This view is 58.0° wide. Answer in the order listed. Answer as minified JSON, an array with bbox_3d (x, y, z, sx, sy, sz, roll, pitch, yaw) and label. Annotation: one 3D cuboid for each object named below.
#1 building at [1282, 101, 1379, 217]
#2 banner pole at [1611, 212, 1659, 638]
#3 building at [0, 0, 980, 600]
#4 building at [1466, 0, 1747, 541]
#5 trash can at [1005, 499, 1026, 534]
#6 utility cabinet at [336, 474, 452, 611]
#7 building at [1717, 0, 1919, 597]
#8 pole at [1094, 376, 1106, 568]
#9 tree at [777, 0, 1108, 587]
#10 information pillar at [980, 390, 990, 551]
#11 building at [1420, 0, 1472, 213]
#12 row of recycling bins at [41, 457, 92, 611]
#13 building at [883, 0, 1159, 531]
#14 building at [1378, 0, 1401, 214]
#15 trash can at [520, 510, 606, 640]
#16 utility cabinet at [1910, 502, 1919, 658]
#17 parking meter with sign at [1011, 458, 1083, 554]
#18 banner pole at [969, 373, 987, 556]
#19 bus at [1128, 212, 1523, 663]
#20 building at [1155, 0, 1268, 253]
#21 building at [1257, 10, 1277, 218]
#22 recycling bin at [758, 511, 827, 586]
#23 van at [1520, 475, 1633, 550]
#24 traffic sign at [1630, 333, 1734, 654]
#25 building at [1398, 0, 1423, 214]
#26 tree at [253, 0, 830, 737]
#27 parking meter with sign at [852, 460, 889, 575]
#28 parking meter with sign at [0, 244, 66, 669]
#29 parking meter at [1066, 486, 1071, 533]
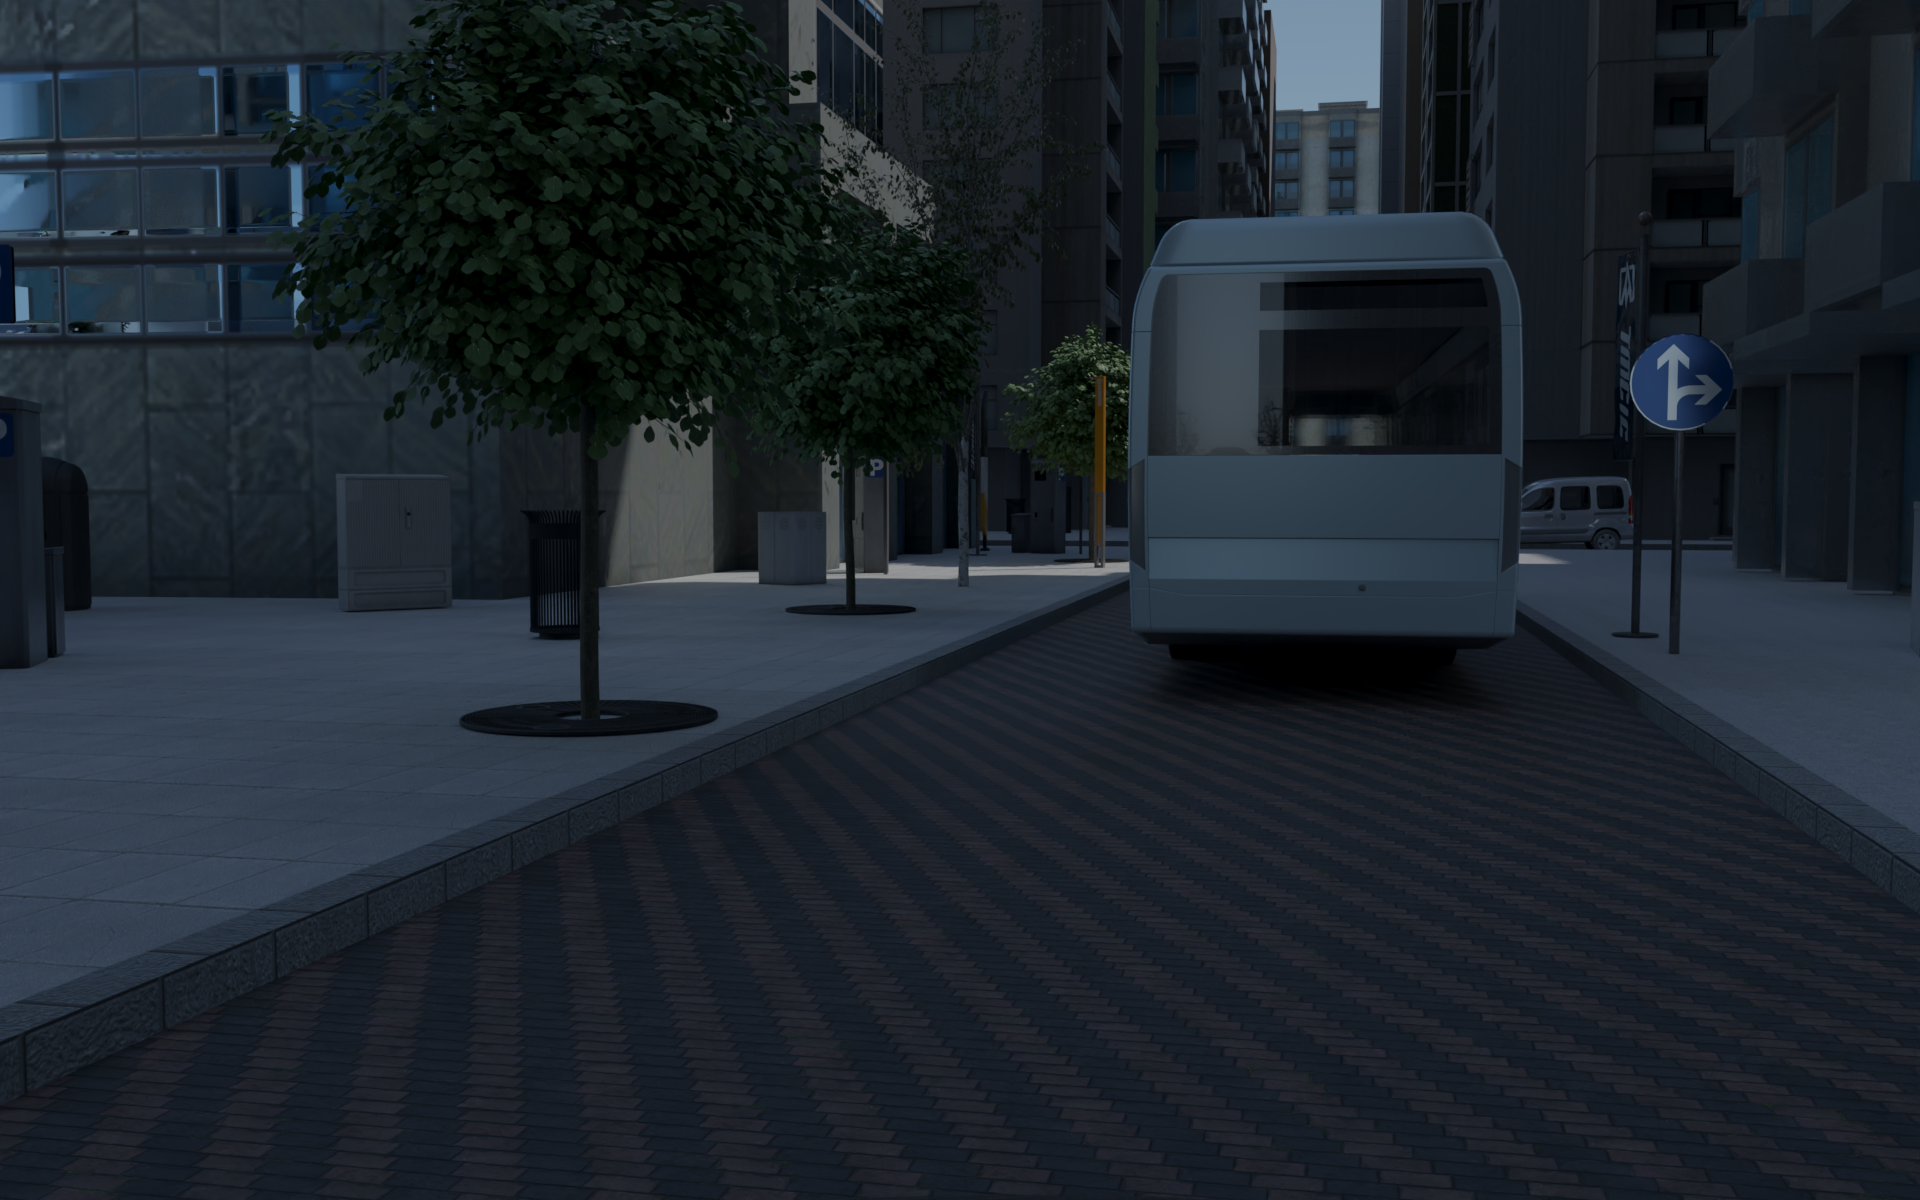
[{"bbox_3d":[46.927,-36.366,214.198,30.456,49.044,23.786,1,4,12],"label":"building"},{"bbox_3d":[6.075,-1.570,15.695,0.401,3.779,0.863,0,4,0],"label":"banner pole"},{"bbox_3d":[-17.042,-43.955,31.332,31.000,86.520,22.319,1,4,12],"label":"building"},{"bbox_3d":[22.993,-22.513,51.683,14.086,41.232,14.154,1,4,12],"label":"building"},{"bbox_3d":[1.781,-2.684,55.533,0.748,1.137,0.748,0,3,0],"label":"trash can"},{"bbox_3d":[-6.242,-0.640,19.146,1.173,1.500,0.318,-3,5,-40],"label":"utility cabinet"},{"bbox_3d":[21.355,-24.313,17.125,23.786,49.044,30.456,1,4,12],"label":"building"},{"bbox_3d":[2.432,-2.215,30.055,0.158,3.312,0.155,0,3,0],"label":"pole"},{"bbox_3d":[-0.190,-4.491,23.787,4.360,8.622,3.978,0,3,0],"label":"tree"},{"bbox_3d":[0.549,-2.909,38.915,0.183,3.616,0.504,1,4,10],"label":"information pillar"},{"bbox_3d":[37.298,-40.881,106.655,20.563,71.187,20.611,1,4,12],"label":"building"},{"bbox_3d":[-10.577,-0.660,17.907,1.069,1.692,3.534,1,4,22],"label":"row of recycling bins"},{"bbox_3d":[-0.287,-23.306,64.652,14.154,41.232,14.086,1,4,12],"label":"building"},{"bbox_3d":[53.384,-38.813,176.583,21.231,58.520,28.212,1,4,12],"label":"building"},{"bbox_3d":[-3.526,-0.231,15.429,0.748,1.137,0.748,0,3,0],"label":"trash can"},{"bbox_3d":[7.864,-0.169,13.929,0.306,1.237,1.020,2,4,25],"label":"utility cabinet"},{"bbox_3d":[1.901,-2.510,37.301,1.738,3.016,0.543,2,4,35],"label":"parking meter with sign"},{"bbox_3d":[0.306,-2.796,35.729,0.401,3.779,0.863,1,4,16],"label":"banner pole"},{"bbox_3d":[3.599,-1.414,17.983,2.948,3.499,13.247,1,4,10],"label":"bus"},{"bbox_3d":[12.857,-31.750,138.726,23.786,49.044,30.456,1,4,12],"label":"building"},{"bbox_3d":[21.801,-31.195,160.140,14.600,45.320,14.200,1,4,12],"label":"building"},{"bbox_3d":[-2.392,-0.745,24.735,0.722,1.027,0.722,3,4,38],"label":"recycling bin"},{"bbox_3d":[14.036,-2.120,41.678,4.112,2.044,2.013,1,4,13],"label":"van"},{"bbox_3d":[5.735,-0.839,13.830,0.768,2.556,0.104,1,4,18],"label":"traffic sign"},{"bbox_3d":[39.858,-29.263,128.568,14.600,45.320,14.200,1,4,12],"label":"building"},{"bbox_3d":[-2.027,-1.587,9.653,4.285,4.588,4.351,0,3,0],"label":"tree"},{"bbox_3d":[-1.424,-1.960,28.313,0.543,3.016,1.738,-1,4,-17],"label":"parking meter with sign"},{"bbox_3d":[-7.116,-1.019,12.914,0.543,3.016,1.738,-1,4,-16],"label":"parking meter with sign"},{"bbox_3d":[3.456,-2.950,56.638,0.372,1.533,0.369,0,3,0],"label":"parking meter"}]
